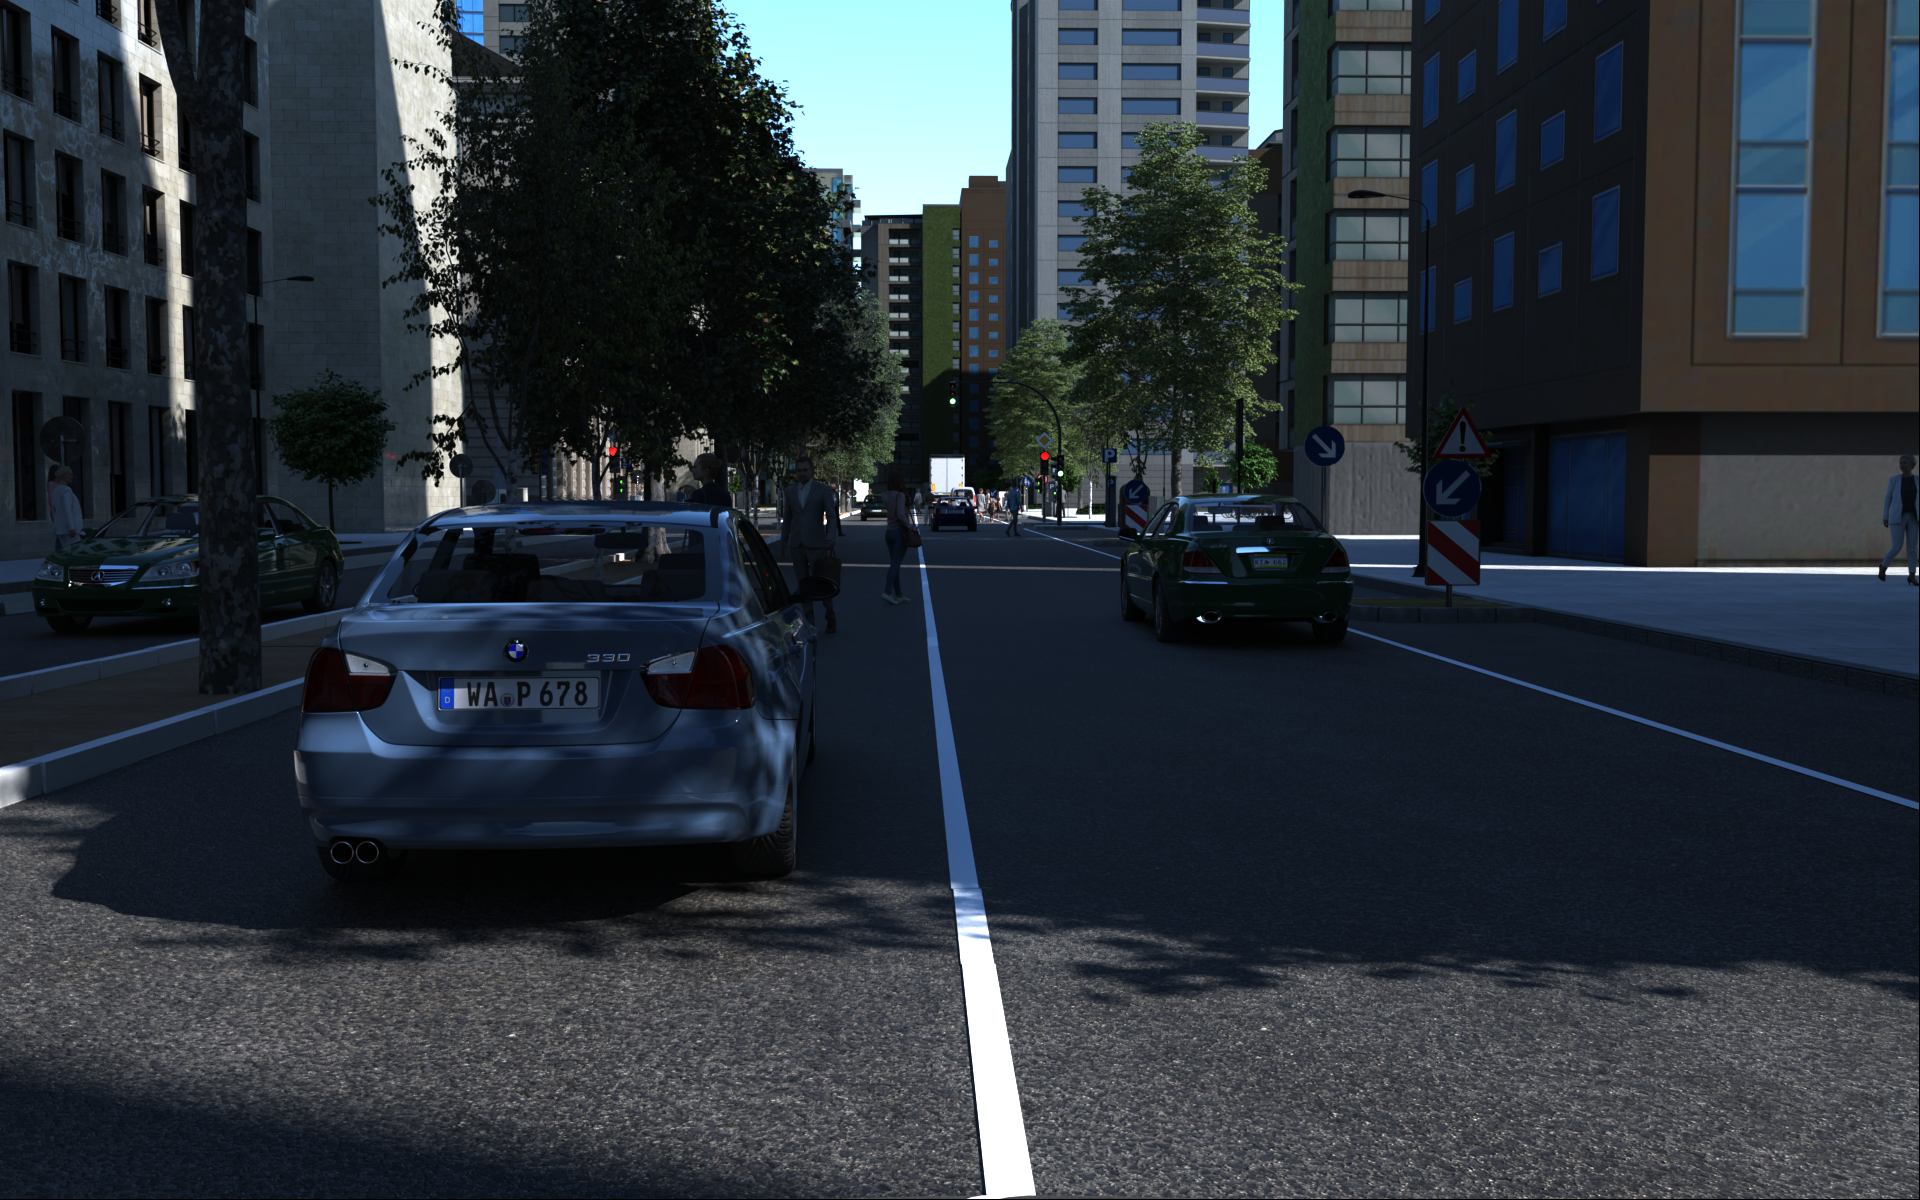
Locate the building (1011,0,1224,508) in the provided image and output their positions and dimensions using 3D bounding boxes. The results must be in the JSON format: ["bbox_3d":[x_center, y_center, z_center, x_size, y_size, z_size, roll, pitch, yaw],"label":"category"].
[{"bbox_3d":[16.280,-40.010,196.155,21.231,58.520,28.212,0,4,-2],"label":"building"}]

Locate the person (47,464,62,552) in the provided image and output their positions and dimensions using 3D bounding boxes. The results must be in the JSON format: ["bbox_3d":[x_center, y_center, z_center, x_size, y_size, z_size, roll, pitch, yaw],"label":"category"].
[{"bbox_3d":[-16.453,-1.565,31.640,0.388,1.821,0.555,-1,4,-9],"label":"person"}]

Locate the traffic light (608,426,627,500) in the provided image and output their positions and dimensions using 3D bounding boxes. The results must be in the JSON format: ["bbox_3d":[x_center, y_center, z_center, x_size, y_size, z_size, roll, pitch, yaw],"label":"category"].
[{"bbox_3d":[-13.849,-4.935,69.612,0.839,4.253,0.868,0,4,-2],"label":"traffic light"}]

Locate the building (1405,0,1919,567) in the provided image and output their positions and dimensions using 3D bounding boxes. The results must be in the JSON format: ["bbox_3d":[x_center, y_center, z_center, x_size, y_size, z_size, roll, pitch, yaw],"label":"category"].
[{"bbox_3d":[18.362,-23.585,35.731,14.600,45.320,14.200,0,4,-2],"label":"building"}]

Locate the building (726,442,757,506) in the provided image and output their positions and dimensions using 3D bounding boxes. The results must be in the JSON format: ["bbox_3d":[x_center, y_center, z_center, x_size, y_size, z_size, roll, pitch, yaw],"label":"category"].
[{"bbox_3d":[-28.893,-24.983,180.171,14.160,30.474,14.107,0,4,-2],"label":"building"}]

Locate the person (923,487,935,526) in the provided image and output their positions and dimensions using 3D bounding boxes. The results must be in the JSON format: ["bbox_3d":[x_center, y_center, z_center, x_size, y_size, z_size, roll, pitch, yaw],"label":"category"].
[{"bbox_3d":[-1.402,-4.242,78.414,0.519,1.759,0.362,-1,4,-10],"label":"person"}]

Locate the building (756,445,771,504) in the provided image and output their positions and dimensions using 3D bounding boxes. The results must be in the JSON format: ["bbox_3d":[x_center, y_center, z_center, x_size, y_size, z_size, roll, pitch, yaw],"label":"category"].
[{"bbox_3d":[-35.362,-31.648,209.324,23.993,40.220,32.217,0,4,-2],"label":"building"}]

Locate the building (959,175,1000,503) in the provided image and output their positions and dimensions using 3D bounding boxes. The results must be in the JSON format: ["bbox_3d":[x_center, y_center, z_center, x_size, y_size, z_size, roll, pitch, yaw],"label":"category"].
[{"bbox_3d":[7.131,-36.470,246.389,14.200,45.320,14.600,0,4,-2],"label":"building"}]

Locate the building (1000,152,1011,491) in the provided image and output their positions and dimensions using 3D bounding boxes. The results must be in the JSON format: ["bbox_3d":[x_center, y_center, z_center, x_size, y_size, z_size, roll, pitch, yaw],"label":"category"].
[{"bbox_3d":[12.999,-34.759,218.421,14.600,45.320,14.200,0,4,-2],"label":"building"}]

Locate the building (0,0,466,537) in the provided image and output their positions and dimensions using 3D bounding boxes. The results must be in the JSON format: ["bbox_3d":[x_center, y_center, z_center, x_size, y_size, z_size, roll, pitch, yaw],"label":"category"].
[{"bbox_3d":[-27.273,-12.597,60.705,16.860,20.320,10.420,0,4,-2],"label":"building"}]

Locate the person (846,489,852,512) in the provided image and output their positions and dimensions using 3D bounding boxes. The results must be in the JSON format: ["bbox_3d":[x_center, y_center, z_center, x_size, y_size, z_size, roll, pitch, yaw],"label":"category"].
[{"bbox_3d":[-8.772,-7.828,136.669,0.466,1.800,0.511,-1,4,-21],"label":"person"}]

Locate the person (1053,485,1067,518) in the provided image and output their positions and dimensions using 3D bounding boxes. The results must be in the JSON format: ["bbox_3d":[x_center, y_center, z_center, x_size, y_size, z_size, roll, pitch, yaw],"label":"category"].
[{"bbox_3d":[5.373,-5.302,93.126,0.661,1.777,0.834,-3,4,-37],"label":"person"}]

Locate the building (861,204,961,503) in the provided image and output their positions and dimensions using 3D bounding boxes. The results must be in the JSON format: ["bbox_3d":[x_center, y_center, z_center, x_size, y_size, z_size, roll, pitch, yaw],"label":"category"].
[{"bbox_3d":[-7.006,-34.404,246.093,14.086,41.232,14.154,0,4,-2],"label":"building"}]

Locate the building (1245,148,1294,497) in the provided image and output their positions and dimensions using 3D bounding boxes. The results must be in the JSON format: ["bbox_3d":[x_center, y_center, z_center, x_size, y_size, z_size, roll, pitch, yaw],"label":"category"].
[{"bbox_3d":[36.060,-34.856,220.008,14.200,45.320,14.600,0,4,-2],"label":"building"}]

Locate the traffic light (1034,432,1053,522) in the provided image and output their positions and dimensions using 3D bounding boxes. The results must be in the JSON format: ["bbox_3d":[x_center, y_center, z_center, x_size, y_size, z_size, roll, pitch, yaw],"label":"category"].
[{"bbox_3d":[3.786,-5.454,78.098,0.839,4.253,0.868,0,4,-2],"label":"traffic light"}]

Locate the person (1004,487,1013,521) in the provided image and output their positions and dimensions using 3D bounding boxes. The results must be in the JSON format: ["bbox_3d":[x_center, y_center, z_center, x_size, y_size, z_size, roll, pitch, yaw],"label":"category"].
[{"bbox_3d":[2.631,-5.138,92.706,0.606,1.804,0.583,-3,5,-42],"label":"person"}]

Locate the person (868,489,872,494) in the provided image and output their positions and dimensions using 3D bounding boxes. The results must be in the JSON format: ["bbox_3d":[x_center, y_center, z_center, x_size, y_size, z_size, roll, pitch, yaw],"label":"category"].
[{"bbox_3d":[-5.551,-5.935,106.090,0.362,1.759,0.519,-3,5,-40],"label":"person"}]

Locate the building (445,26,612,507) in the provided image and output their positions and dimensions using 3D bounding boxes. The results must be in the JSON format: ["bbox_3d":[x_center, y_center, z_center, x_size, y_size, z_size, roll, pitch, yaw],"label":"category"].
[{"bbox_3d":[-24.571,-15.948,89.626,11.050,23.489,19.941,0,4,-2],"label":"building"}]

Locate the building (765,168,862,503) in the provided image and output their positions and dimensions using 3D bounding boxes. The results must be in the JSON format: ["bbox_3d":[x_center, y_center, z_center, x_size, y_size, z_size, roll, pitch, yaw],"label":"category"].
[{"bbox_3d":[-29.425,-38.615,250.960,30.456,49.044,23.786,0,4,-2],"label":"building"}]

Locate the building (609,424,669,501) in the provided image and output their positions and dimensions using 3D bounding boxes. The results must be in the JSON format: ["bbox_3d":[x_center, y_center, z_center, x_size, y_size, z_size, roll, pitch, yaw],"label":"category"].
[{"bbox_3d":[-27.299,-18.228,117.117,14.460,24.649,34.723,0,4,-2],"label":"building"}]

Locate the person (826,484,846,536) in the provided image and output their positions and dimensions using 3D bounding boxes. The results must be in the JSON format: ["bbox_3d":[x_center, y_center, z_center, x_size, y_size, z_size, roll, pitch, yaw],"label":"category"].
[{"bbox_3d":[-4.233,-3.023,58.328,0.834,1.777,0.661,3,5,44],"label":"person"}]

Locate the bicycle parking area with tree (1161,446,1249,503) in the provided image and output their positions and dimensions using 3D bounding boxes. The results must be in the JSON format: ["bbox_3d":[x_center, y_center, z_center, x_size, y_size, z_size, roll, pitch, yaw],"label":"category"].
[{"bbox_3d":[14.900,-7.200,104.719,8.231,4.147,9.016,0,4,8],"label":"bicycle parking area with tree"}]

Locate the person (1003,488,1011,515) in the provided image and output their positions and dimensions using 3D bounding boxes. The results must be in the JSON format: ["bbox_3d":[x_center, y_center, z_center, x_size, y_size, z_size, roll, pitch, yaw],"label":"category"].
[{"bbox_3d":[3.035,-6.253,110.824,0.616,1.811,0.778,-3,5,-42],"label":"person"}]

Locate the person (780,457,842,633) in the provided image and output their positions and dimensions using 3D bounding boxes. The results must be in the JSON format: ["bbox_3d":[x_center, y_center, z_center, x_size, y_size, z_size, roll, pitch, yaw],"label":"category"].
[{"bbox_3d":[-1.530,-0.551,17.635,0.709,1.813,0.853,1,4,13],"label":"person"}]

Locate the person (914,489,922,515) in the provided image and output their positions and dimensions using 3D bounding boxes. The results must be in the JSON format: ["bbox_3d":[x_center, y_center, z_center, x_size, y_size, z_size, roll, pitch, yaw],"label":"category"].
[{"bbox_3d":[-2.794,-6.611,116.823,0.641,1.798,0.478,-3,5,-41],"label":"person"}]

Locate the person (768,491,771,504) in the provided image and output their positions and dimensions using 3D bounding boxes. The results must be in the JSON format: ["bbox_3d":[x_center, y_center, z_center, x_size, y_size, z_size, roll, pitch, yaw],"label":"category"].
[{"bbox_3d":[-25.236,-13.562,228.586,0.445,1.727,0.742,-2,4,-34],"label":"person"}]

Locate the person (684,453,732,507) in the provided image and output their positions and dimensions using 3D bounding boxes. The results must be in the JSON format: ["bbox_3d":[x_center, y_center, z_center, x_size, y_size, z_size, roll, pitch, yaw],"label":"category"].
[{"bbox_3d":[-2.038,-0.338,14.443,0.534,1.772,0.576,0,4,5],"label":"person"}]

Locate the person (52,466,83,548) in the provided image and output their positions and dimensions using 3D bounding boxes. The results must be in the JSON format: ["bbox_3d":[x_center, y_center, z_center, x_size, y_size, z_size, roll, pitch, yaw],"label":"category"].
[{"bbox_3d":[-13.039,-1.028,25.189,0.514,1.842,0.818,1,4,18],"label":"person"}]

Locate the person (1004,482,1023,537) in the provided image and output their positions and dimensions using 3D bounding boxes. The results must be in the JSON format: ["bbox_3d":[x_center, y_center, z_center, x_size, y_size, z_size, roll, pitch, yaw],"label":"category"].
[{"bbox_3d":[1.768,-3.061,58.417,0.748,1.841,0.638,-2,4,-27],"label":"person"}]

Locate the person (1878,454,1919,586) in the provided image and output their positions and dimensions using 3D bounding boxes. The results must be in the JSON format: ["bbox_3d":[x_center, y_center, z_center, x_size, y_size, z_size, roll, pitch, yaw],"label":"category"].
[{"bbox_3d":[13.348,-1.137,24.510,0.514,1.842,0.818,0,4,-2],"label":"person"}]

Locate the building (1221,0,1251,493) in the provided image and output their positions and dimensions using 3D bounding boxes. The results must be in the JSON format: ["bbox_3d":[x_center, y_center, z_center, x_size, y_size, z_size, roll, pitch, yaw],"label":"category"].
[{"bbox_3d":[16.989,-38.250,167.384,21.231,58.520,28.212,0,4,-2],"label":"building"}]

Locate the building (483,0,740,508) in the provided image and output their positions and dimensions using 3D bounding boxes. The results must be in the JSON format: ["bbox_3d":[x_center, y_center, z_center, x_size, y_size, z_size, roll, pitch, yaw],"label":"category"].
[{"bbox_3d":[-31.533,-44.237,161.523,20.563,71.187,20.611,0,4,-2],"label":"building"}]

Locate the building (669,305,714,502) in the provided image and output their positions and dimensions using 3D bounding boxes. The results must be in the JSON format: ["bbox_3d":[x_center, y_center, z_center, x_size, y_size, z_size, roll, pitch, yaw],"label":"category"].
[{"bbox_3d":[-26.081,-17.648,143.289,10.420,20.320,16.860,0,4,-2],"label":"building"}]

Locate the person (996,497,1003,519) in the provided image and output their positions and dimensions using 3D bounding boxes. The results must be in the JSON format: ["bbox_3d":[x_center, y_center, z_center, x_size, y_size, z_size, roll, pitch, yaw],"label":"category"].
[{"bbox_3d":[2.229,-5.179,97.852,0.373,1.253,0.362,0,4,7],"label":"person"}]

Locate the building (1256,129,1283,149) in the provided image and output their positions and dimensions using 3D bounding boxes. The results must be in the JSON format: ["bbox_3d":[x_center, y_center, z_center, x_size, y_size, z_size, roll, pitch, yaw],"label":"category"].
[{"bbox_3d":[55.958,-40.730,255.172,27.495,52.752,28.713,0,4,-2],"label":"building"}]

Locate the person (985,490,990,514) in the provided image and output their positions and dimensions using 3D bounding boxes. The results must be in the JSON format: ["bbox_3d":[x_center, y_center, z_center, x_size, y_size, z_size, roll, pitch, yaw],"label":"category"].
[{"bbox_3d":[1.886,-7.012,123.710,0.524,1.755,0.480,-1,4,-18],"label":"person"}]

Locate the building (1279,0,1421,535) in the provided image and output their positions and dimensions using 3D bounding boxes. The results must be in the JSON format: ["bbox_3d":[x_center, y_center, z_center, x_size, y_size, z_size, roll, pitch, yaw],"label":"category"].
[{"bbox_3d":[18.308,-22.999,59.633,14.154,41.232,14.086,0,4,-2],"label":"building"}]

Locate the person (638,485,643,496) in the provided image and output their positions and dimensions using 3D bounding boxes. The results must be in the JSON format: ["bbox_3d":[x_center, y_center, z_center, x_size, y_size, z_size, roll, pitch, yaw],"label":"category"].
[{"bbox_3d":[-18.201,-5.707,99.524,0.661,1.801,0.590,-2,4,-31],"label":"person"}]

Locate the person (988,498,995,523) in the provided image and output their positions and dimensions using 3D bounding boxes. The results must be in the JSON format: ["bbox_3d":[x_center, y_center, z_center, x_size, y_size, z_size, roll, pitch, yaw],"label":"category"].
[{"bbox_3d":[1.577,-4.529,87.227,0.362,1.253,0.373,3,4,37],"label":"person"}]

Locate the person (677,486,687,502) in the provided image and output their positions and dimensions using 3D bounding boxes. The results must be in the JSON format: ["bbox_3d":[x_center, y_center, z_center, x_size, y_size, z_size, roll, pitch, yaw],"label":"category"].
[{"bbox_3d":[-13.692,-4.684,85.101,0.581,1.822,0.654,1,4,21],"label":"person"}]

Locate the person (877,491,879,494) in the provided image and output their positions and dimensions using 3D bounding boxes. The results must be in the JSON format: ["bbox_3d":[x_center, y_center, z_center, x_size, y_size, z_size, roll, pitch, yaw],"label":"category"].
[{"bbox_3d":[-10.650,-13.193,224.208,1.348,1.824,0.705,2,4,29],"label":"person"}]

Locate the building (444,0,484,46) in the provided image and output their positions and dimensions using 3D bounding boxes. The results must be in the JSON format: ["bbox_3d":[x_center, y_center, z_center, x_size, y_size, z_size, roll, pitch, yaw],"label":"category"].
[{"bbox_3d":[-63.709,-55.025,212.330,31.000,86.520,22.319,0,4,-2],"label":"building"}]

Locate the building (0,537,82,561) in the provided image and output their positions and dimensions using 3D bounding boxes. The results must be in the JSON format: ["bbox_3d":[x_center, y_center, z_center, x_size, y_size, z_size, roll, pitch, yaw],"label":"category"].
[{"bbox_3d":[-23.650,-11.236,38.468,10.420,20.320,16.860,0,4,-2],"label":"building"}]

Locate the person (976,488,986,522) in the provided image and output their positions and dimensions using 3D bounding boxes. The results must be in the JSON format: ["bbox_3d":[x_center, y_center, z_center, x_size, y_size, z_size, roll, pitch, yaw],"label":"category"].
[{"bbox_3d":[1.087,-4.811,87.918,0.466,1.731,0.760,-2,4,-32],"label":"person"}]

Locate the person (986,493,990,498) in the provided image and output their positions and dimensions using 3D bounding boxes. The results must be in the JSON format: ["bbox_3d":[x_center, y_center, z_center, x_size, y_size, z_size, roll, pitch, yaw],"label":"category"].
[{"bbox_3d":[2.924,-10.648,180.682,0.434,1.755,0.990,2,4,24],"label":"person"}]

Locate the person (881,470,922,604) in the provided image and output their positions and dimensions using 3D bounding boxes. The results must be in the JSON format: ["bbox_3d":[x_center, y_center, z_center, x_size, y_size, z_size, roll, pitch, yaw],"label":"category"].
[{"bbox_3d":[-0.850,-0.830,22.667,0.643,1.750,0.593,-3,5,-39],"label":"person"}]

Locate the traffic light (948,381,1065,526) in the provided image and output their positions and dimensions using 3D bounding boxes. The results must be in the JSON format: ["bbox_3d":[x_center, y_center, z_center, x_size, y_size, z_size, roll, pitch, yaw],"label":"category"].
[{"bbox_3d":[1.916,-5.826,69.918,4.771,5.953,1.251,0,4,-2],"label":"traffic light"}]
